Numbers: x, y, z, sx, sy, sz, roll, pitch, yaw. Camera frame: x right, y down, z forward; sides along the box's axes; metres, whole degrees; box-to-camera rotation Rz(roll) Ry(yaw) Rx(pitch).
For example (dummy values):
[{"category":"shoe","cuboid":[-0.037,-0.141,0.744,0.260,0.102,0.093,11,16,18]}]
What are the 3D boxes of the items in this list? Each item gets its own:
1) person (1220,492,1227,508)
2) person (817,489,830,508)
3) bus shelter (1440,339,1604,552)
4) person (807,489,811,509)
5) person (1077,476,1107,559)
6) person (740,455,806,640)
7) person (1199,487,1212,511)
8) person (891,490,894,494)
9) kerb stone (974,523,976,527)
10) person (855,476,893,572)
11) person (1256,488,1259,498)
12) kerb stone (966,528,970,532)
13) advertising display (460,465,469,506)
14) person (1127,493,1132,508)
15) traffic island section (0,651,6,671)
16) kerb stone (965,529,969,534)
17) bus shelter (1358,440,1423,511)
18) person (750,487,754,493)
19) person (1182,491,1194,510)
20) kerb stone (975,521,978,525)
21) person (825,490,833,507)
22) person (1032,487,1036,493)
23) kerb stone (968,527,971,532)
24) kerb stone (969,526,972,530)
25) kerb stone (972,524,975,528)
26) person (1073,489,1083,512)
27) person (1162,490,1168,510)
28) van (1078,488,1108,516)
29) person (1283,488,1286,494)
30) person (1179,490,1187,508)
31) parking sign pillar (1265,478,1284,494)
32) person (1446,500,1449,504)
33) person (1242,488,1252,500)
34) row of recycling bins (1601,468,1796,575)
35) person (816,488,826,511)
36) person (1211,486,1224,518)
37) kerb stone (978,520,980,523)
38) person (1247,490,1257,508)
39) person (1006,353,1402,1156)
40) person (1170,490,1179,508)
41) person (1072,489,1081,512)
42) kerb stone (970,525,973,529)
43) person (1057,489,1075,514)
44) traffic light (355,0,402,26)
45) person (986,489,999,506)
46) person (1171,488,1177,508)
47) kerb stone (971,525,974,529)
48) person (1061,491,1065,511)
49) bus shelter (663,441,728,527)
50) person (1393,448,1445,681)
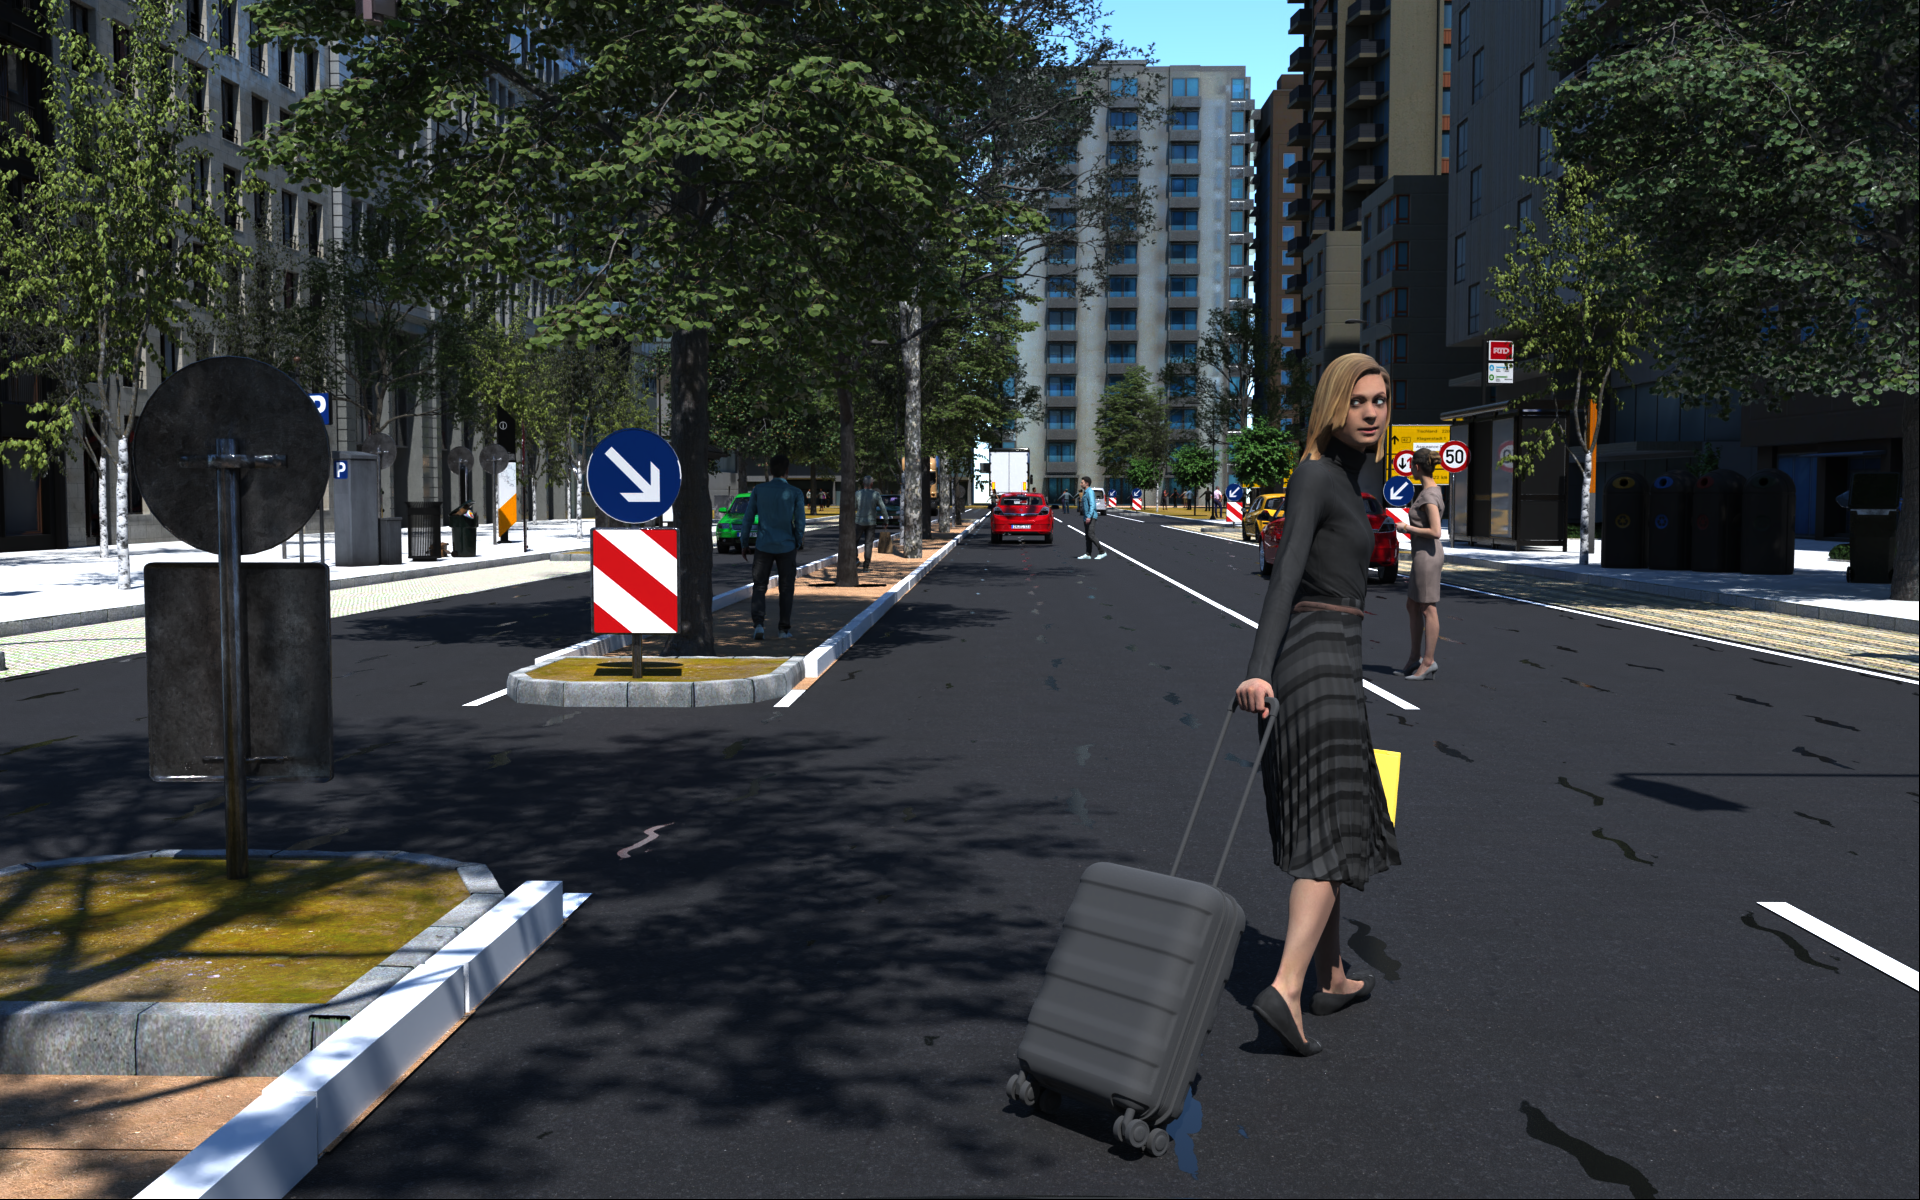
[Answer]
[{"category":"person","cuboid":[25.454,-9.590,166.015,1.217,1.735,0.721,0,4,-5]},{"category":"person","cuboid":[-12.559,-9.316,159.046,1.217,1.739,0.721,0,4,5]},{"category":"bus shelter","cuboid":[13.291,-3.977,42.649,2.179,5.291,8.768,0,4,1]},{"category":"person","cuboid":[-12.496,-8.407,144.285,0.721,1.735,1.217,1,4,20]},{"category":"person","cuboid":[2.915,-1.811,38.129,0.620,1.820,0.660,0,4,-7]},{"category":"person","cuboid":[-1.847,-0.522,17.053,0.660,1.820,0.620,0,4,-1]},{"category":"person","cuboid":[18.558,-7.566,129.771,1.348,1.821,0.705,-1,4,-11]},{"category":"person","cuboid":[-5.356,-7.664,134.637,1.217,1.723,0.721,-3,5,-42]},{"category":"kerb stone","cuboid":[0.472,-2.943,70.319,0.120,0.150,1.000,0,4,2]},{"category":"person","cuboid":[-1.621,-1.379,31.530,0.782,1.767,0.515,0,4,-6]},{"category":"person","cuboid":[26.306,-8.940,152.352,0.705,1.807,1.348,-1,4,-9]},{"category":"kerb stone","cuboid":[0.176,-2.317,60.075,0.120,0.150,1.000,0,4,2]},{"category":"advertising display","cuboid":[-11.164,-2.069,39.042,0.123,1.923,0.974,-1,4,-12]},{"category":"person","cuboid":[15.956,-9.279,160.977,0.991,1.433,0.599,2,4,26]},{"category":"traffic island section","cuboid":[-8.736,0.560,13.120,2.009,0.180,2.903,0,4,2]},{"category":"kerb stone","cuboid":[0.144,-2.252,59.054,0.120,0.150,1.000,0,4,2]},{"category":"bus shelter","cuboid":[13.102,-3.678,54.066,2.014,3.302,5.546,0,4,2]},{"category":"person","cuboid":[-13.573,-6.577,114.135,0.990,1.755,0.434,-1,4,-16]},{"category":"person","cuboid":[18.538,-8.206,140.195,1.348,1.826,0.705,-3,4,-39]},{"category":"kerb stone","cuboid":[0.606,-3.258,75.458,0.120,0.150,1.000,0,4,2]},{"category":"person","cuboid":[-12.813,-9.814,168.591,0.705,1.869,1.348,-3,5,-40]},{"category":"person","cuboid":[4.257,-5.521,98.868,0.705,1.812,1.348,-1,4,-10]},{"category":"kerb stone","cuboid":[0.233,-2.442,62.119,0.120,0.150,1.000,0,4,2]},{"category":"kerb stone","cuboid":[0.262,-2.505,63.146,0.120,0.150,1.000,0,4,2]},{"category":"kerb stone","cuboid":[0.403,-2.817,68.272,0.120,0.150,1.000,0,4,2]},{"category":"person","cuboid":[9.578,-7.830,136.611,1.348,1.812,0.705,0,4,2]},{"category":"person","cuboid":[16.620,-8.109,140.102,0.593,1.643,0.415,2,4,27]},{"category":"van","cuboid":[8.958,-6.694,116.457,2.013,2.044,4.112,0,4,1]},{"category":"person","cuboid":[16.266,-4.988,87.613,0.388,1.821,0.555,2,4,31]},{"category":"person","cuboid":[20.941,-9.476,160.983,1.348,1.824,0.705,-2,4,-29]},{"category":"parking sign pillar","cuboid":[13.451,-5.239,74.136,1.447,3.967,1.447,0,4,-6]},{"category":"person","cuboid":[25.398,-4.857,88.711,1.065,1.426,0.557,2,4,32]},{"category":"person","cuboid":[18.616,-6.642,114.644,1.348,1.824,0.705,0,4,-1]},{"category":"row of recycling bins","cuboid":[12.319,-1.340,29.019,1.069,1.692,3.534,-2,4,-31]},{"category":"person","cuboid":[-10.431,-7.504,129.518,1.217,1.735,0.721,3,5,42]},{"category":"person","cuboid":[13.884,-5.274,93.208,0.436,1.711,0.756,-2,4,-33]},{"category":"kerb stone","cuboid":[0.704,-3.446,78.537,0.120,0.150,1.000,0,4,2]},{"category":"person","cuboid":[24.204,-8.435,143.588,0.705,1.869,1.348,-2,4,-33]},{"category":"person","cuboid":[0.711,0.266,4.374,1.509,1.804,0.699,-3,5,-41]},{"category":"person","cuboid":[20.341,-9.618,164.017,1.217,1.743,0.721,-2,4,-33]},{"category":"person","cuboid":[9.530,-7.908,137.880,1.350,1.814,0.705,1,4,16]},{"category":"kerb stone","cuboid":[0.323,-2.630,65.202,0.120,0.150,1.000,0,4,2]},{"category":"person","cuboid":[7.798,-7.233,126.836,1.350,1.814,0.705,0,4,-8]},{"category":"traffic light","cuboid":[-6.603,-2.342,12.960,4.771,5.953,1.251,0,4,2]},{"category":"person","cuboid":[1.935,-5.671,101.948,0.721,1.735,1.217,-2,4,-34]},{"category":"person","cuboid":[20.143,-9.594,162.528,0.705,1.869,1.348,-1,4,-11]},{"category":"kerb stone","cuboid":[0.352,-2.691,66.224,0.120,0.150,1.000,0,4,2]},{"category":"person","cuboid":[8.558,-8.159,142.814,0.541,1.710,0.530,-3,4,-38]},{"category":"bus shelter","cuboid":[-10.470,-4.496,67.441,2.014,3.302,5.546,0,4,2]},{"category":"person","cuboid":[3.535,-0.275,13.344,0.374,1.781,0.599,1,4,13]}]
